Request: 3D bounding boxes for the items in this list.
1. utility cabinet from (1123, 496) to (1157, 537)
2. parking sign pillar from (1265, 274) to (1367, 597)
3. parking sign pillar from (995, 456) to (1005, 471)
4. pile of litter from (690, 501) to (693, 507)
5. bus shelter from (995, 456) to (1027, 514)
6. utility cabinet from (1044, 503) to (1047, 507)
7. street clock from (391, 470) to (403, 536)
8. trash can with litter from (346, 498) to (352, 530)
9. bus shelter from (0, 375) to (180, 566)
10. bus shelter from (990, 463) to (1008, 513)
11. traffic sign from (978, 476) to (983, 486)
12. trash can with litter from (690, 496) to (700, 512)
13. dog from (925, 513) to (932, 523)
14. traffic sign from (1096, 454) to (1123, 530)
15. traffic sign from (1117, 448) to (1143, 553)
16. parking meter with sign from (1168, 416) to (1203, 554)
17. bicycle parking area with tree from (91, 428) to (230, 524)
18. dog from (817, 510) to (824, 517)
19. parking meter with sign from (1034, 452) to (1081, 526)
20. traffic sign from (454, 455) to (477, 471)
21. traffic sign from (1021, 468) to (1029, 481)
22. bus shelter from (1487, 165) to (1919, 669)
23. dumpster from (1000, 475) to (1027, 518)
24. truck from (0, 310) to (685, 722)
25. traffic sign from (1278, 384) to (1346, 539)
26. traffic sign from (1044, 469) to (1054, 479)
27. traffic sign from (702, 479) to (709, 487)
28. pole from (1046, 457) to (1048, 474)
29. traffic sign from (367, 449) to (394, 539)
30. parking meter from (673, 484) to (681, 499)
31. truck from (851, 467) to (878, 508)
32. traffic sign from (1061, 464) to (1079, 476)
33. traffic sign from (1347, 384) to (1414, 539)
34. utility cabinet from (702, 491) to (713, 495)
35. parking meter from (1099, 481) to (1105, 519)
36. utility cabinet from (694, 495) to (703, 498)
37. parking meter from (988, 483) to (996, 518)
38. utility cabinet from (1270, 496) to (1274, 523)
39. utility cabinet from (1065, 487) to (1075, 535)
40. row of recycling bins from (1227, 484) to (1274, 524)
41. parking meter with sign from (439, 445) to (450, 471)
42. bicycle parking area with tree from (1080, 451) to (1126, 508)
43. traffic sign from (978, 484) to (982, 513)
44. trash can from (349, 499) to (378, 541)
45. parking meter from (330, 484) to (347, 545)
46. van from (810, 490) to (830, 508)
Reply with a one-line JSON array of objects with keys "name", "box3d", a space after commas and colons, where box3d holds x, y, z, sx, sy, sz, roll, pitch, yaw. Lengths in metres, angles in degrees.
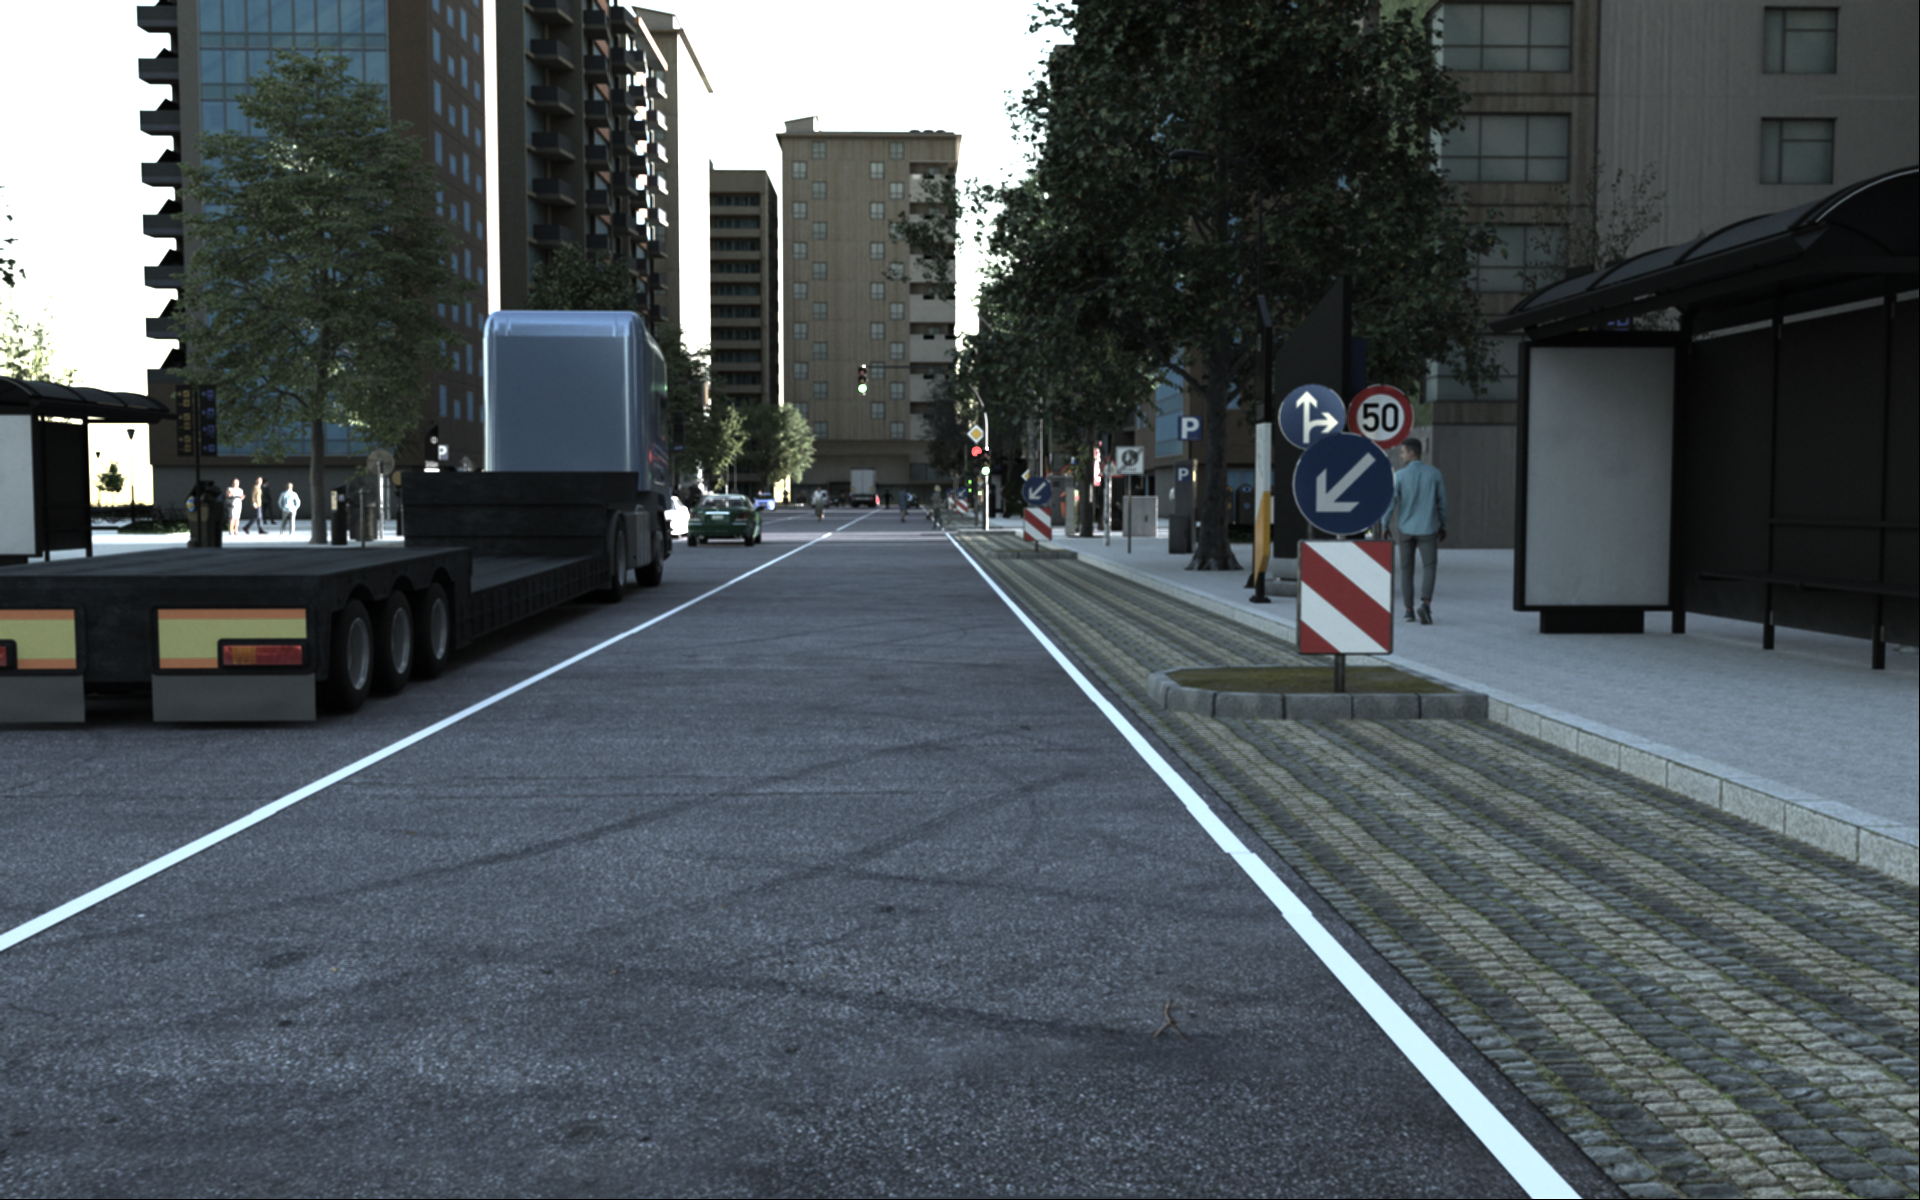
[{"name": "utility cabinet", "box3d": [5.367, -2.477, 51.668, 1.020, 1.237, 0.306, 0, 4, 6]}, {"name": "parking sign pillar", "box3d": [4.561, -2.049, 21.966, 1.447, 3.967, 1.447, -2, 4, -28]}, {"name": "parking sign pillar", "box3d": [2.983, -8.153, 121.765, 1.447, 3.967, 1.447, 3, 4, 37]}, {"name": "pile of litter", "box3d": [-18.452, -6.490, 120.069, 1.176, 0.858, 1.719, 0, 4, 4]}, {"name": "bus shelter", "box3d": [3.268, -7.242, 109.684, 1.731, 3.624, 6.357, 0, 4, -2]}, {"name": "utility cabinet", "box3d": [3.937, -4.436, 81.209, 0.318, 1.500, 1.173, 1, 4, 16]}, {"name": "street clock", "box3d": [-17.149, -2.966, 53.068, 0.471, 2.002, 0.358, 1, 4, 10]}, {"name": "trash can with litter", "box3d": [-21.749, -3.065, 61.506, 0.624, 1.170, 1.055, -3, 4, -37]}, {"name": "bus shelter", "box3d": [-16.476, -2.318, 31.823, 2.014, 3.302, 5.546, 0, 4, -2]}, {"name": "bus shelter", "box3d": [2.950, -7.490, 116.392, 2.014, 3.302, 5.546, 0, 4, -2]}, {"name": "traffic sign", "box3d": [1.289, -6.649, 108.439, 0.795, 2.593, 0.064, 0, 4, 6]}, {"name": "trash can with litter", "box3d": [-18.171, -6.531, 118.175, 1.055, 1.170, 0.624, 3, 5, 44]}, {"name": "dog", "box3d": [-1.567, -4.125, 86.735, 0.540, 0.507, 0.406, 2, 4, 25]}, {"name": "traffic sign", "box3d": [4.815, -3.409, 55.736, 0.884, 2.594, 0.081, 0, 4, 0]}, {"name": "traffic sign", "box3d": [3.663, -2.156, 37.384, 0.606, 2.300, 0.079, 0, 4, 3]}, {"name": "parking meter with sign", "box3d": [4.906, -2.546, 37.890, 0.543, 3.016, 1.738, 1, 4, 16]}, {"name": "bicycle parking area with tree", "box3d": [-38.170, -5.539, 77.570, 9.016, 4.147, 8.231, -3, 4, -38]}, {"name": "dog", "box3d": [-8.347, -5.130, 103.166, 0.406, 0.507, 0.540, 1, 4, 14]}, {"name": "parking meter with sign", "box3d": [3.834, -4.480, 69.503, 1.738, 3.016, 0.543, -1, 4, -19]}, {"name": "traffic sign", "box3d": [-16.870, -3.630, 59.091, 0.795, 2.593, 0.064, 0, 4, 3]}, {"name": "traffic sign", "box3d": [3.536, -5.436, 88.606, 0.795, 2.593, 0.064, 0, 4, 6]}, {"name": "bus shelter", "box3d": [5.969, -1.190, 13.380, 2.014, 3.302, 5.546, 0, 4, -2]}, {"name": "dumpster", "box3d": [2.907, -5.451, 91.611, 1.502, 2.255, 1.985, 0, 4, -2]}, {"name": "truck", "box3d": [-5.529, -1.830, 19.683, 2.967, 4.110, 18.799, 0, 4, -3]}, {"name": "traffic sign", "box3d": [4.077, -1.224, 20.120, 0.768, 2.556, 0.104, 0, 4, 8]}, {"name": "traffic sign", "box3d": [4.572, -5.390, 88.132, 0.884, 2.594, 0.081, 0, 4, 5]}, {"name": "traffic sign", "box3d": [-20.933, -8.738, 142.601, 0.795, 2.593, 0.064, 0, 4, 5]}, {"name": "pole", "box3d": [4.730, -6.142, 94.263, 0.158, 3.312, 0.155, 0, 3, 0]}, {"name": "traffic sign", "box3d": [-16.496, -3.009, 49.304, 0.768, 2.556, 0.104, 0, 4, -1]}, {"name": "parking meter", "box3d": [-17.178, -6.079, 105.106, 0.399, 1.863, 0.255, 2, 4, 24]}, {"name": "truck", "box3d": [-10.353, -12.122, 187.107, 2.839, 4.237, 11.283, 0, 4, -1]}, {"name": "traffic sign", "box3d": [4.655, -4.462, 73.060, 0.768, 2.556, 0.104, 0, 4, 2]}, {"name": "traffic sign", "box3d": [4.885, -1.230, 20.210, 0.768, 2.556, 0.104, 0, 4, 5]}, {"name": "utility cabinet", "box3d": [-19.837, -7.733, 135.120, 1.173, 1.500, 0.318, -3, 4, -36]}, {"name": "parking meter", "box3d": [5.778, -3.899, 69.466, 0.399, 1.863, 0.255, -1, 4, -12]}, {"name": "utility cabinet", "box3d": [-18.672, -6.944, 124.687, 1.020, 1.237, 0.306, 3, 5, 40]}, {"name": "parking meter", "box3d": [1.733, -5.378, 93.647, 0.255, 1.863, 0.399, -3, 4, -36]}, {"name": "utility cabinet", "box3d": [11.247, -3.101, 61.865, 0.306, 1.237, 1.020, 1, 4, 21]}, {"name": "utility cabinet", "box3d": [3.470, -2.796, 54.387, 0.318, 1.500, 1.173, 0, 4, 4]}, {"name": "row of recycling bins", "box3d": [11.977, -3.861, 70.236, 3.534, 1.692, 1.069, 0, 4, -2]}, {"name": "parking meter with sign", "box3d": [-18.444, -3.924, 60.423, 0.543, 3.016, 1.738, 1, 4, 10]}, {"name": "bicycle parking area with tree", "box3d": [10.220, -7.670, 112.402, 9.016, 4.147, 8.231, 1, 4, 11]}, {"name": "traffic sign", "box3d": [1.335, -7.073, 115.755, 0.768, 2.556, 0.104, 0, 4, 5]}, {"name": "trash can", "box3d": [-16.318, -2.188, 47.420, 0.748, 1.137, 0.748, 0, 3, 0]}, {"name": "parking meter", "box3d": [-15.580, -2.142, 43.426, 0.372, 1.533, 0.369, 0, 3, 0]}, {"name": "van", "box3d": [-14.563, -10.628, 180.783, 2.013, 2.044, 4.112, 0, 3, 0]}]
